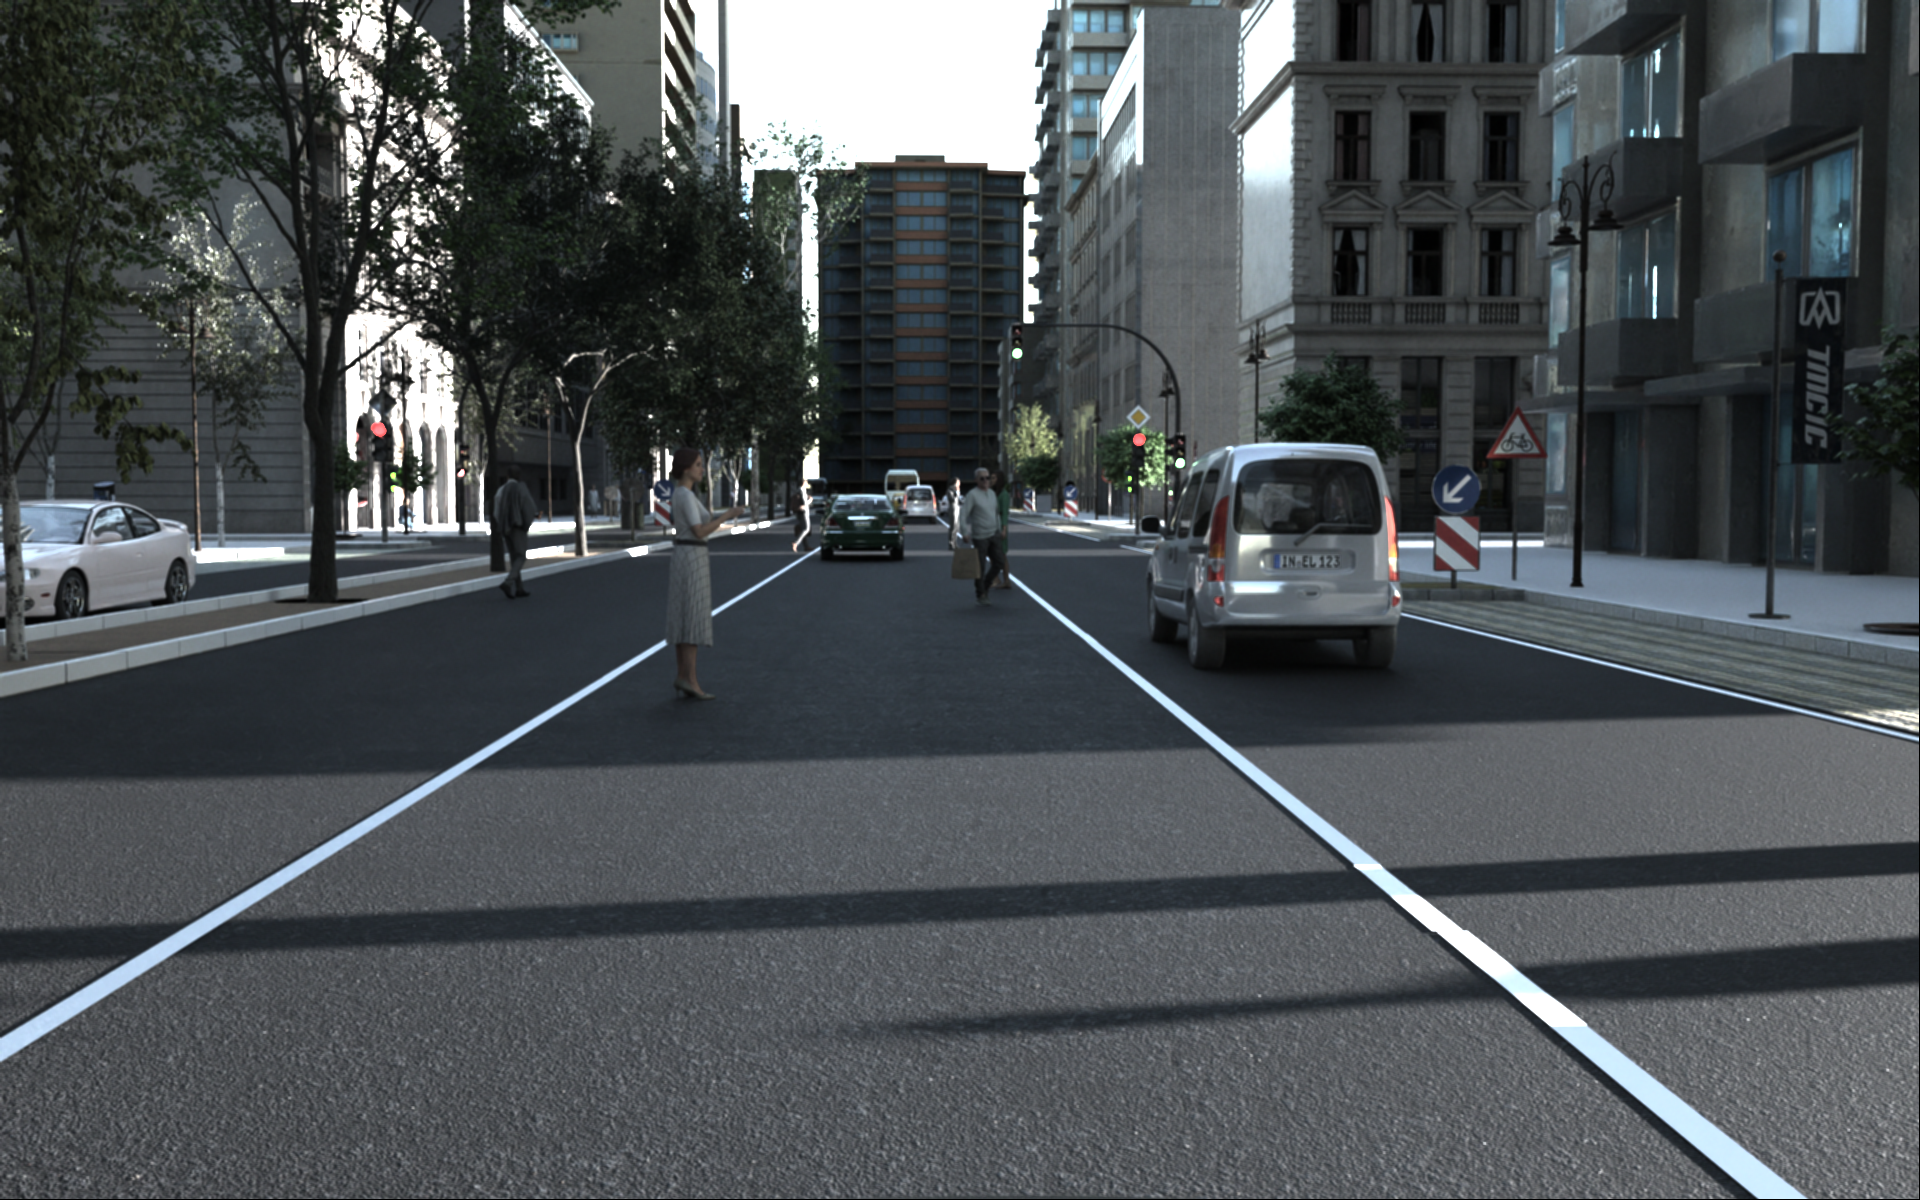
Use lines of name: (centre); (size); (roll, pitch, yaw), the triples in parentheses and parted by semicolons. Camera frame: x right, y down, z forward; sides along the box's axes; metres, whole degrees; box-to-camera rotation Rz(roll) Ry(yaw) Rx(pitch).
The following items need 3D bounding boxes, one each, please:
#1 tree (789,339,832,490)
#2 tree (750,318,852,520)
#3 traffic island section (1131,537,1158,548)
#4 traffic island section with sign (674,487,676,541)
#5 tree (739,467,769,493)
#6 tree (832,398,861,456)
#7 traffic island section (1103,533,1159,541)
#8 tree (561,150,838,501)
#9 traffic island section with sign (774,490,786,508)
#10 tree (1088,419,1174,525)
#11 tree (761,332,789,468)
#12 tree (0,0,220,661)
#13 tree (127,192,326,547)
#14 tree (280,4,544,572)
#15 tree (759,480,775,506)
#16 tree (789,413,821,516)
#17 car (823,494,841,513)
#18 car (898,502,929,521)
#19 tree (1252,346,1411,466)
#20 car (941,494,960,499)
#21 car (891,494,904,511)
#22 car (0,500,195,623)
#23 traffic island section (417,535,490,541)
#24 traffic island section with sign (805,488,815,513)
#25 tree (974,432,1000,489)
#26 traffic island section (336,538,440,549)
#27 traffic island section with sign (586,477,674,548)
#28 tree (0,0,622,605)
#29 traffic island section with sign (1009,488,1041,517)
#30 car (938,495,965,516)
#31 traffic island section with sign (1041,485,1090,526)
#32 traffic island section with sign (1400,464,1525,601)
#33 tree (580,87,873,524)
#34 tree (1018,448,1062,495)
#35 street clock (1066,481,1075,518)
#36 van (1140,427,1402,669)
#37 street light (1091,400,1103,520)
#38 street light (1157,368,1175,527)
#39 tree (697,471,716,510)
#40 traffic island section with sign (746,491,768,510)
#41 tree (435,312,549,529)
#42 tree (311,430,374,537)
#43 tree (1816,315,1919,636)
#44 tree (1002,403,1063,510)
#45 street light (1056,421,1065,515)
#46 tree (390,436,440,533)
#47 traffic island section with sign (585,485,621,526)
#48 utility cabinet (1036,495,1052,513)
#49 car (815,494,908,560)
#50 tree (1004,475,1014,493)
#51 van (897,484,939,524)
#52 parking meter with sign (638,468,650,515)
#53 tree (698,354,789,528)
tree: (-9.652, -7.970, 67.184); (8.767, 10.594, 7.601); (0, 4, -2)
tree: (-10.306, -10.772, 104.341); (9.928, 11.665, 9.643); (0, 3, 0)
traffic island section: (5.852, -1.487, 46.588); (2.009, 0.180, 2.903); (0, 4, -2)
traffic island section with sign: (-9.086, -2.792, 53.793); (2.006, 1.907, 1.989); (0, 4, -2)
tree: (-22.320, -12.418, 186.743); (4.285, 4.588, 4.351); (0, 3, 0)
tree: (-10.923, -11.079, 118.011); (8.767, 10.594, 7.601); (0, 4, -2)
traffic island section: (5.615, -1.975, 54.569); (2.009, 0.180, 2.903); (0, 4, -2)
tree: (-8.967, -8.451, 57.644); (9.611, 12.733, 9.660); (0, 3, 0)
traffic island section with sign: (-19.028, -10.660, 182.920); (1.989, 1.847, 2.006); (0, 4, -2)
tree: (8.073, -5.673, 76.464); (4.285, 4.588, 4.351); (0, 3, 0)
tree: (-8.698, -6.299, 39.859); (8.767, 10.594, 7.601); (0, 4, -2)
tree: (-8.025, -3.762, 14.322); (4.737, 8.622, 4.395); (0, 3, 0)
tree: (-17.683, -5.593, 41.804); (4.360, 8.622, 3.978); (0, 3, 0)
tree: (-8.470, -5.808, 31.832); (8.767, 10.594, 7.601); (0, 4, -2)
tree: (-22.604, -12.864, 204.935); (1.663, 3.219, 1.824); (0, 3, 0)
tree: (-10.796, -9.714, 111.651); (4.360, 8.622, 3.978); (0, 3, 0)
car: (-6.380, -5.004, 93.611); (2.131, 1.459, 4.920); (0, 4, -2)
car: (-2.291, -4.875, 91.708); (2.014, 1.417, 4.499); (0, 4, -2)
tree: (8.269, -3.362, 38.684); (4.285, 4.588, 4.351); (0, 3, 0)
car: (-0.633, -9.152, 158.673); (2.155, 1.783, 4.494); (0, 4, -1)
car: (-4.349, -7.206, 128.038); (2.015, 1.641, 3.980); (0, 4, -3)
car: (-10.456, -0.462, 19.911); (2.083, 1.381, 4.827); (0, 4, -3)
traffic island section: (-15.518, -1.937, 53.947); (2.009, 0.180, 2.903); (0, 4, -2)
traffic island section with sign: (-11.334, -7.386, 128.898); (2.006, 1.907, 1.989); (0, 4, -2)
tree: (3.849, -15.693, 206.949); (4.360, 8.622, 3.978); (0, 3, 0)
traffic island section: (-15.280, -1.449, 45.965); (2.009, 0.180, 2.903); (0, 4, -2)
traffic island section with sign: (-8.875, -2.340, 46.389); (2.006, 1.907, 1.989); (0, 4, -2)
tree: (-8.272, -5.756, 22.324); (9.928, 11.665, 9.643); (0, 3, 0)
traffic island section with sign: (4.055, -6.023, 107.108); (1.989, 1.847, 2.006); (0, 4, -2)
car: (-0.414, -6.188, 113.538); (2.083, 1.381, 4.827); (0, 4, -1)
traffic island section with sign: (4.880, -4.314, 79.157); (1.989, 1.847, 2.006); (0, 4, -2)
traffic island section with sign: (6.535, -0.942, 24.028); (1.989, 1.847, 2.006); (0, 4, -2)
tree: (-10.851, -13.649, 81.501); (12.611, 20.169, 13.585); (0, 3, 0)
tree: (5.725, -8.521, 123.032); (4.285, 4.588, 4.351); (0, 3, 0)
street clock: (5.997, -5.483, 94.209); (0.471, 2.002, 0.358); (1, 4, 12)
van: (2.701, -0.525, 15.602); (2.013, 2.044, 4.112); (0, 4, -1)
street light: (6.724, -6.865, 85.023); (0.468, 5.910, 1.993); (0, 4, -2)
street light: (7.421, -5.472, 62.248); (0.468, 5.910, 1.993); (0, 4, -2)
tree: (-21.119, -9.115, 143.628); (1.663, 3.219, 1.824); (0, 3, 0)
traffic island section with sign: (-18.229, -9.012, 155.976); (1.989, 1.847, 2.006); (0, 4, -2)
tree: (-17.691, -6.974, 64.393); (4.360, 8.622, 3.978); (0, 3, 0)
tree: (-18.610, -3.537, 52.424); (1.663, 3.219, 1.824); (0, 3, 0)
tree: (8.817, -1.308, 15.993); (1.663, 3.219, 1.824); (0, 3, 0)
tree: (6.094, -11.687, 141.439); (4.737, 8.622, 4.395); (0, 3, 0)
street light: (6.168, -8.218, 107.153); (0.468, 5.910, 1.993); (0, 4, -2)
tree: (-18.250, -3.874, 57.946); (1.663, 3.219, 1.824); (0, 3, 0)
traffic island section with sign: (-15.934, -4.303, 78.978); (1.989, 1.847, 2.006); (0, 4, -2)
utility cabinet: (5.610, -6.401, 115.818); (1.020, 1.237, 0.306); (0, 4, -6)
car: (-2.212, -1.667, 39.053); (2.131, 1.459, 4.920); (0, 4, -3)
tree: (4.365, -10.672, 169.081); (1.663, 3.219, 1.824); (0, 3, 0)
van: (-1.996, -4.672, 83.401); (2.013, 2.044, 4.112); (0, 4, -3)
parking meter with sign: (-19.025, -6.610, 104.330); (0.543, 3.016, 1.738); (0, 3, 0)
tree: (-9.527, -7.370, 73.319); (4.360, 8.622, 3.978); (0, 3, 0)
